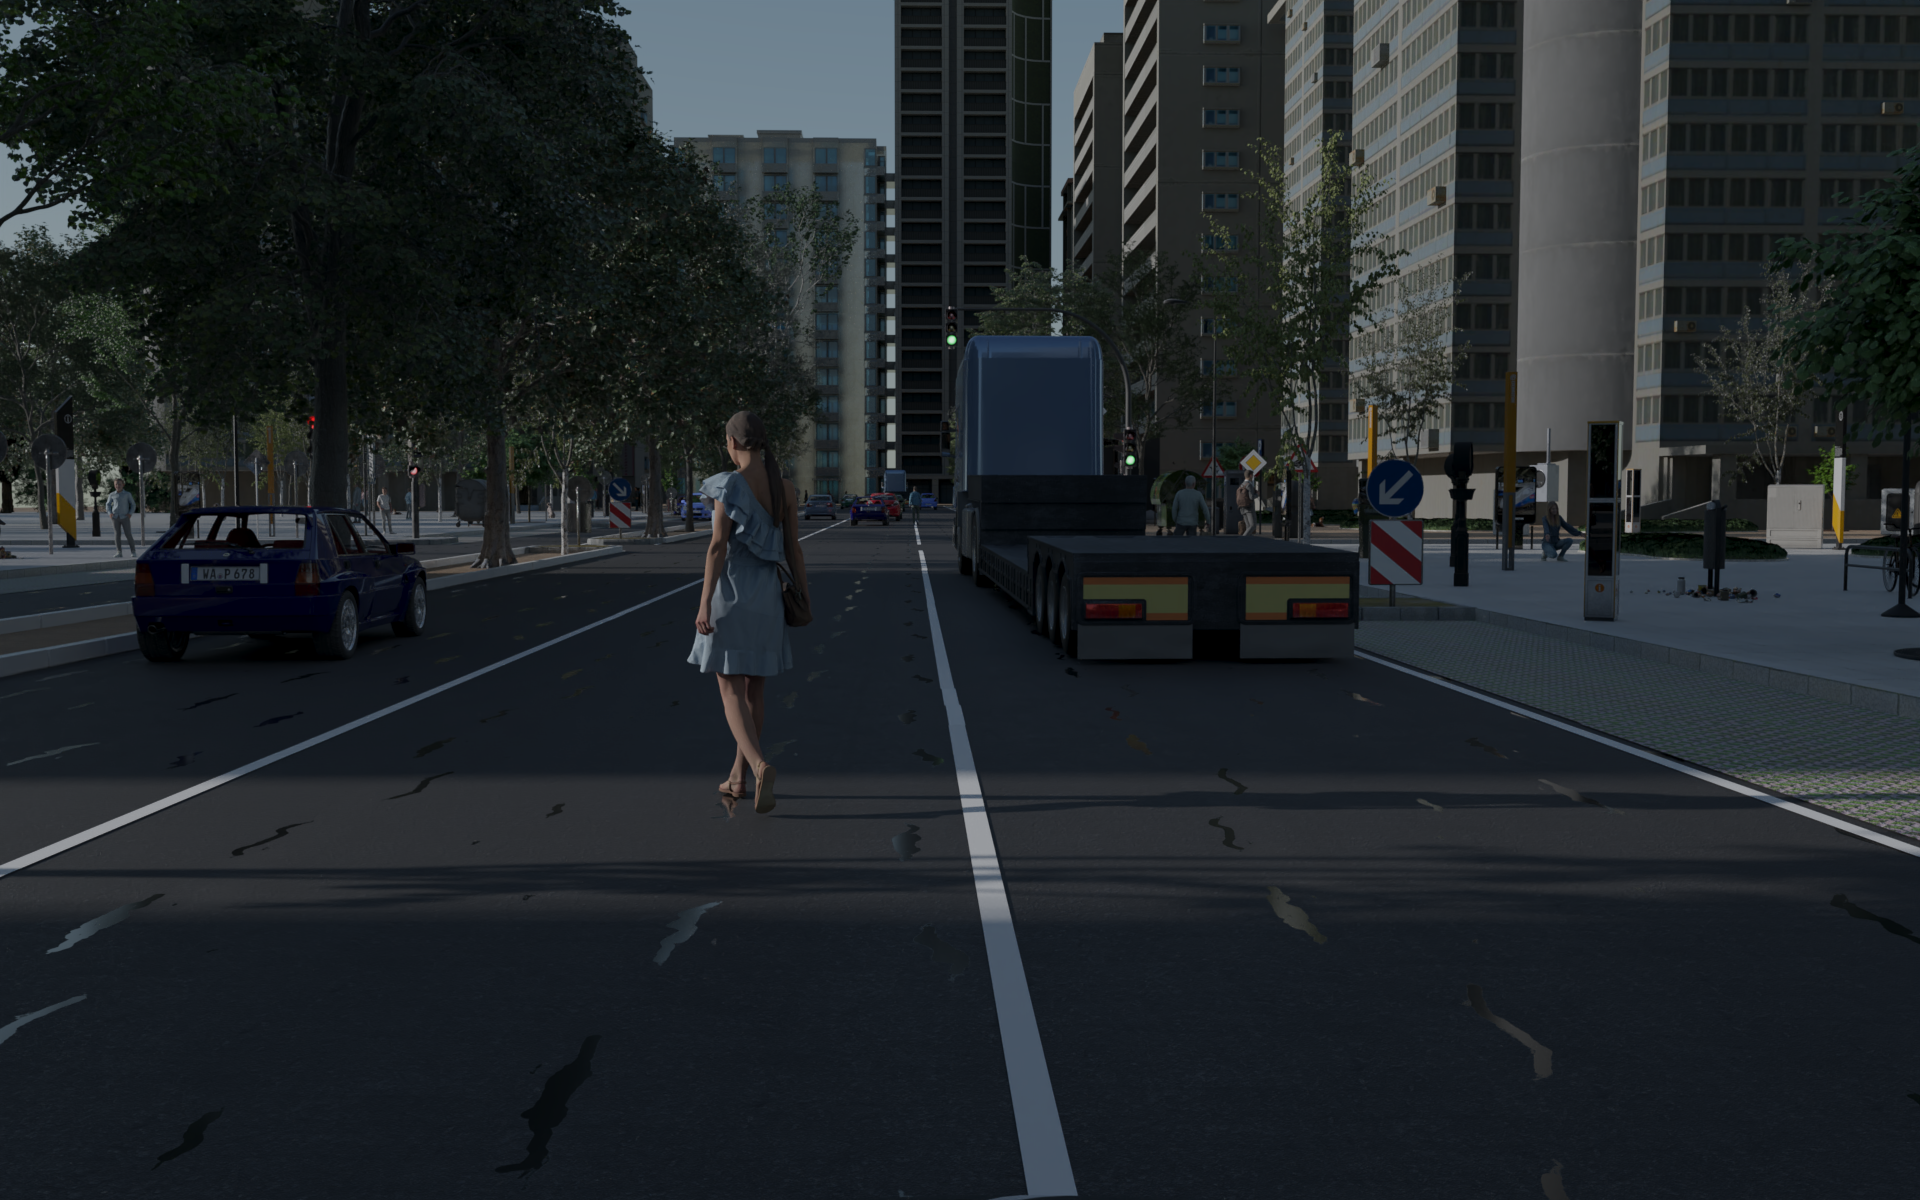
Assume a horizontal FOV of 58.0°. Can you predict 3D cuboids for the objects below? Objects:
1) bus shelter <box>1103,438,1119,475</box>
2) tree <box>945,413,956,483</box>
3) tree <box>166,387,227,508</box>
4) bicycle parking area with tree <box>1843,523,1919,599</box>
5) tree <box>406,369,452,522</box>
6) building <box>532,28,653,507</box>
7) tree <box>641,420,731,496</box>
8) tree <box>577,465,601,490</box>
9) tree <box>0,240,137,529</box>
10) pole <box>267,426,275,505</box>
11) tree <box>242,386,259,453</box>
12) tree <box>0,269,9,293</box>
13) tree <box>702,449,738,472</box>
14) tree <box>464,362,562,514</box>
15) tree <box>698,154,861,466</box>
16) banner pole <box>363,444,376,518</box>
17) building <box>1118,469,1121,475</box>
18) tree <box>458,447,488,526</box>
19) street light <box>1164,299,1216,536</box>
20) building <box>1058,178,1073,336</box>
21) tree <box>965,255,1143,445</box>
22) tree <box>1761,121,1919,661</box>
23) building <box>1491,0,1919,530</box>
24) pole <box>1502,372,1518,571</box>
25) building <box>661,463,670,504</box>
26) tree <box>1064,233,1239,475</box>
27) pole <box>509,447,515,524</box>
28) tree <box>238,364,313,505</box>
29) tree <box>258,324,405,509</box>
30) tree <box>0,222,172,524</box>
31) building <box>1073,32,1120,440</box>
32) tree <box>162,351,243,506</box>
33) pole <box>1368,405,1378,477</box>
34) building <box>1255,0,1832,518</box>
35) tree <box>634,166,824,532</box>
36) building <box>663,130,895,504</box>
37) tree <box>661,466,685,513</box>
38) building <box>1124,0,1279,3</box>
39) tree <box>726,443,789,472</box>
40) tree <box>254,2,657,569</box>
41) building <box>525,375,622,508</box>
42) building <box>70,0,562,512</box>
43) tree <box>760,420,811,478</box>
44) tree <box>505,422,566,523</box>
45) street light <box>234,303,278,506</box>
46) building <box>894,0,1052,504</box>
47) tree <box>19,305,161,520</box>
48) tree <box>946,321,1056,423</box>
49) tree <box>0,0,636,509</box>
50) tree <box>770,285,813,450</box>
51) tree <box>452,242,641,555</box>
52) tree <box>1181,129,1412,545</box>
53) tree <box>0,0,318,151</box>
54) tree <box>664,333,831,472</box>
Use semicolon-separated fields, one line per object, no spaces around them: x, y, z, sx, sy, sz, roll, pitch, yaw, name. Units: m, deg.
5.477;-4.961;72.403;1.731;3.624;6.357;0;4;-2;bus shelter
2.216;-16.801;192.819;7.486;12.596;7.792;0;3;0;tree
-47.223;-9.633;107.865;4.737;8.622;4.395;0;3;0;tree
15.100;-2.006;19.801;8.231;4.147;9.016;1;4;17;bicycle parking area with tree
-24.269;-7.919;79.841;4.360;8.622;3.978;0;3;0;tree
-43.521;-33.914;178.193;21.600;48.544;21.300;0;4;-2;building
-21.460;-13.155;133.212;7.486;12.596;7.792;0;3;0;tree
-20.029;-5.910;91.230;1.663;3.219;1.824;0;3;0;tree
-33.627;-7.845;62.678;7.601;10.594;8.767;0;4;-2;tree
-20.634;-3.549;51.873;0.158;3.312;0.155;0;3;0;pole
-29.835;-7.923;79.911;4.360;8.622;3.978;0;3;0;tree
-18.205;-4.834;29.399;4.360;8.622;3.978;0;3;0;tree
-22.454;-13.025;163.318;4.360;8.622;3.978;0;3;0;tree
-29.026;-10.945;113.364;8.767;10.594;7.601;-2;4;-28;tree
-12.260;-14.606;97.152;12.611;20.169;13.585;0;3;0;tree
-17.923;-3.821;52.485;0.863;3.779;0.401;3;5;42;banner pole
24.219;-43.978;157.295;20.563;71.187;20.611;0;4;-2;building
-19.326;-4.652;70.665;1.663;3.219;1.824;0;3;0;tree
5.546;-4.212;41.404;1.470;5.913;1.316;0;4;-2;street light
26.450;-35.309;231.927;28.867;44.769;22.147;0;4;-2;building
4.928;-11.420;93.377;9.857;13.997;8.962;0;3;0;tree
8.103;-1.807;13.252;4.285;4.588;4.351;0;3;0;tree
31.293;-23.505;76.181;23.993;40.220;32.217;0;4;-2;building
9.198;-2.149;28.974;0.158;3.312;0.155;0;3;0;pole
-45.954;-33.189;226.241;14.086;41.232;14.154;0;4;-2;building
6.383;-7.867;63.037;7.601;10.594;8.767;-3;4;-36;tree
-19.304;-4.941;74.621;0.158;3.312;0.155;0;3;0;pole
-45.144;-11.175;117.122;7.601;10.594;8.767;0;4;2;tree
-26.148;-7.444;72.072;4.360;8.622;3.978;0;3;0;tree
-38.299;-9.552;73.180;9.611;12.733;9.660;0;3;0;tree
23.350;-34.017;179.873;21.300;48.544;21.600;0;4;-2;building
-35.481;-8.126;83.226;4.360;8.622;3.978;0;3;0;tree
9.492;-2.815;39.875;0.158;3.312;0.155;0;3;0;pole
34.768;-25.828;114.170;32.217;40.220;23.993;0;4;-2;building
-10.134;-9.286;64.646;12.009;13.543;11.850;0;3;0;tree
-23.808;-37.369;230.590;30.456;49.044;23.786;0;4;-2;building
-19.892;-7.670;120.006;1.663;3.219;1.824;0;3;0;tree
24.706;-31.368;136.569;21.300;48.544;21.600;0;4;-2;building
-22.955;-17.338;190.125;9.857;13.997;8.962;0;3;0;tree
-8.972;-6.963;33.315;9.611;12.733;9.660;0;3;0;tree
-38.877;-23.537;156.533;14.160;30.474;14.107;0;4;-2;building
-48.172;-27.221;136.941;32.217;40.220;23.993;0;4;-2;building
-11.287;-9.485;107.894;4.360;8.622;3.978;0;3;0;tree
-19.382;-5.757;77.848;4.285;4.588;4.351;0;3;0;tree
-16.896;-4.229;41.692;1.470;5.913;1.316;0;4;-2;street light
1.758;-48.374;229.164;20.611;71.187;20.563;0;4;-2;building
-43.133;-10.212;85.100;7.486;12.596;7.792;0;3;0;tree
4.211;-12.688;117.817;12.009;13.543;11.850;0;3;0;tree
-8.682;-6.994;23.465;9.857;13.997;8.962;0;3;0;tree
-9.510;-8.216;53.794;9.611;12.733;9.660;0;3;0;tree
-9.268;-5.363;40.506;4.360;8.622;3.978;0;3;0;tree
6.708;-5.146;34.507;4.737;8.622;4.395;0;3;0;tree
-8.670;-5.213;13.438;9.928;11.665;9.643;0;3;0;tree
-10.302;-8.909;82.538;8.767;10.594;7.601;0;4;-2;tree
